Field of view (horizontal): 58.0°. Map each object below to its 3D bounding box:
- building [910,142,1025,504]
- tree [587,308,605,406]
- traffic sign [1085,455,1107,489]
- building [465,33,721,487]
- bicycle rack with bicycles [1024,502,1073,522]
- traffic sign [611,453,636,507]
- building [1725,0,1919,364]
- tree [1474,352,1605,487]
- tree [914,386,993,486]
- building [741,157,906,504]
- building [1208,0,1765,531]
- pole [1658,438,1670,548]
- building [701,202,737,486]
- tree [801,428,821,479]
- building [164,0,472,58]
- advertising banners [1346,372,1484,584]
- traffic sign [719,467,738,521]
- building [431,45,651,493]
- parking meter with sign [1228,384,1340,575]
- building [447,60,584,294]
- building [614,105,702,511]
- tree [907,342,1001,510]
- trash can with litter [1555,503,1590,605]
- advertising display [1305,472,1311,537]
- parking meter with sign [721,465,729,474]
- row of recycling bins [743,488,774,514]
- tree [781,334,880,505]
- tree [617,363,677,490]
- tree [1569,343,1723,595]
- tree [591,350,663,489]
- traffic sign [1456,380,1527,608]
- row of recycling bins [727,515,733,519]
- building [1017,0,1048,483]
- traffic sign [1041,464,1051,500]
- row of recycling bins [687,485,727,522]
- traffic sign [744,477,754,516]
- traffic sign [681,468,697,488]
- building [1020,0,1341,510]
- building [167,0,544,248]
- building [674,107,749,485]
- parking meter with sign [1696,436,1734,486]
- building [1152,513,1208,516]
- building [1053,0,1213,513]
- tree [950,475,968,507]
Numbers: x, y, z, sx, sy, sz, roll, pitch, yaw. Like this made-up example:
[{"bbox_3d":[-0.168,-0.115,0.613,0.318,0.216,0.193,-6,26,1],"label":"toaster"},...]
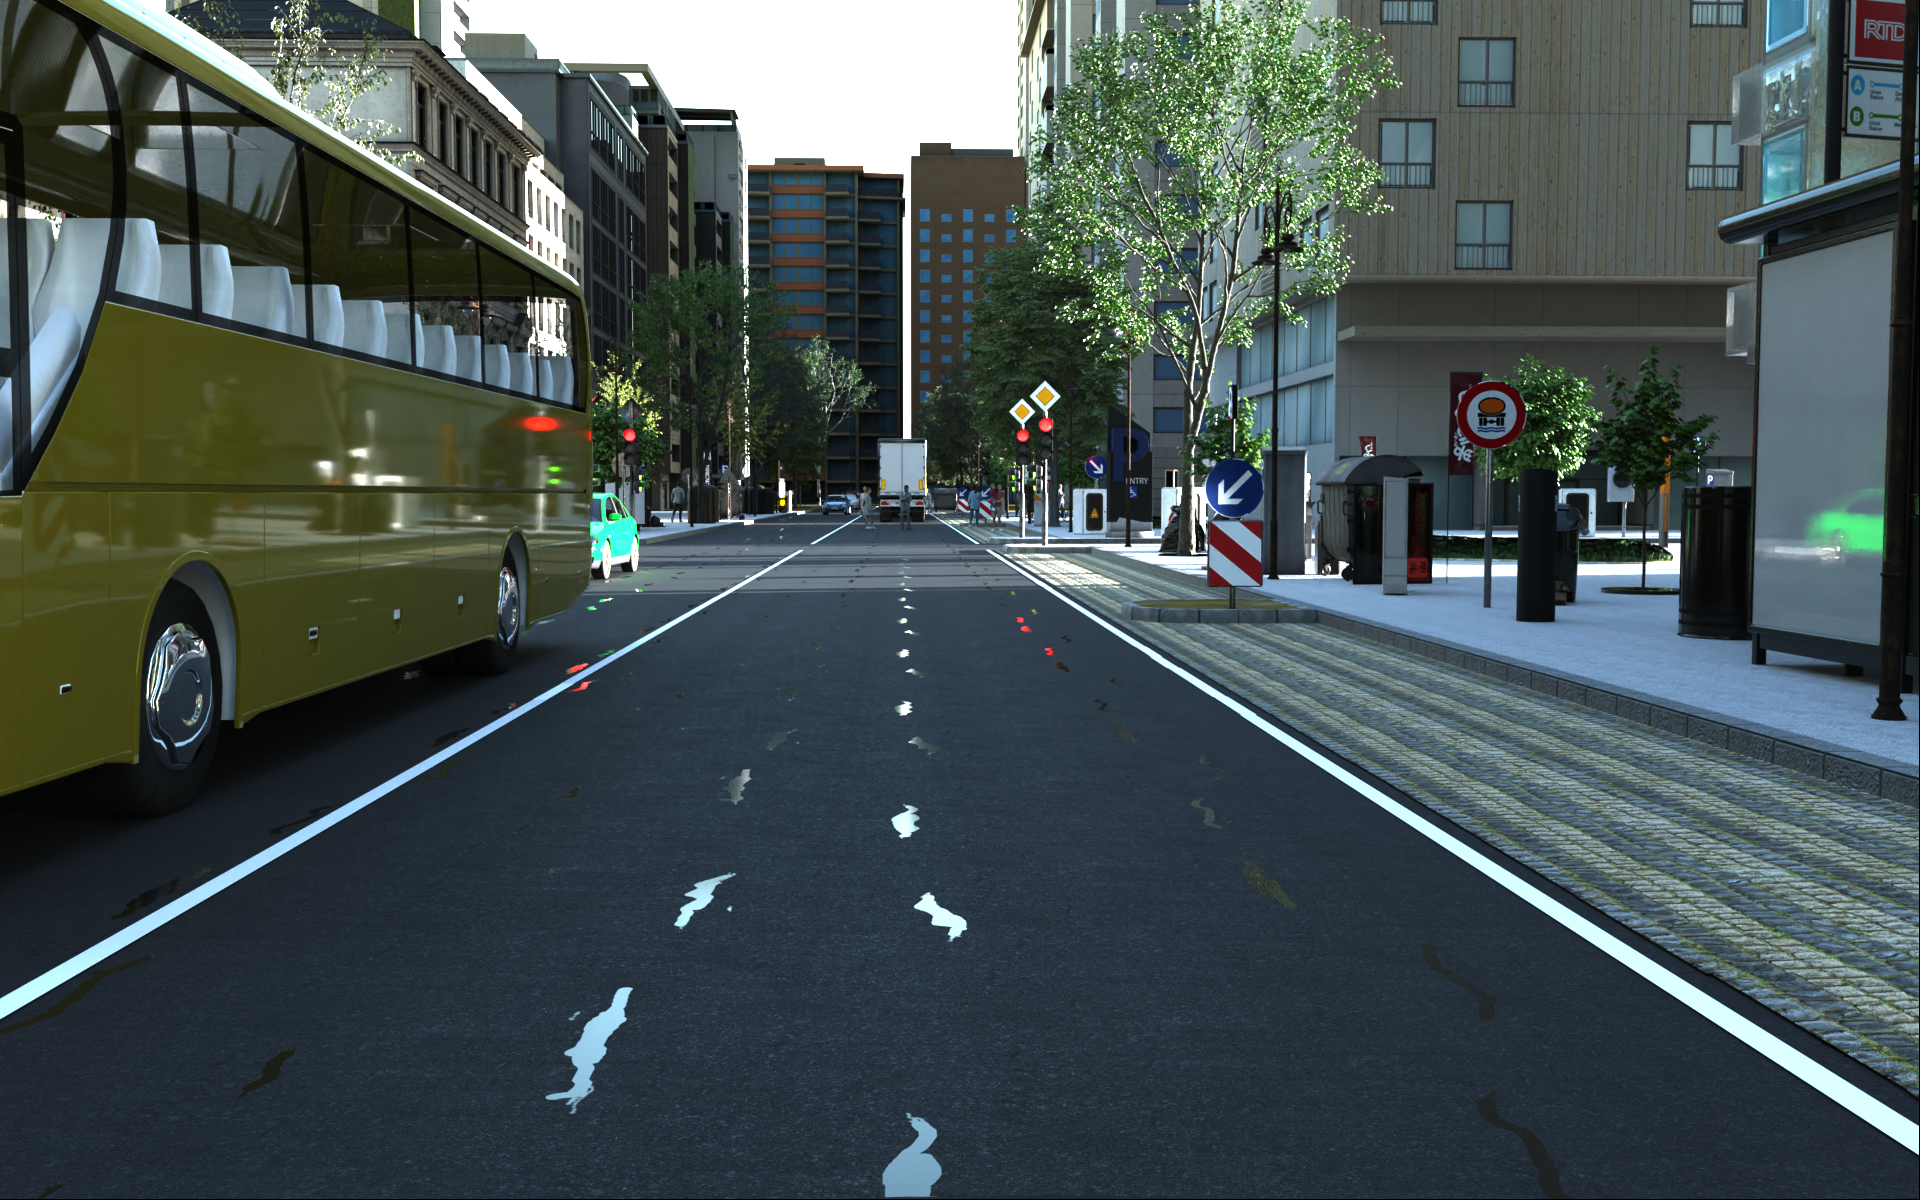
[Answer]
[{"bbox_3d":[0.748,-35.087,223.778,14.200,45.320,14.600,0,4,-2],"label":"building"},{"bbox_3d":[-15.098,-6.925,63.579,4.360,8.622,3.978,0,3,0],"label":"tree"},{"bbox_3d":[4.490,-3.479,56.994,0.768,2.556,0.104,0,4,7],"label":"traffic sign"},{"bbox_3d":[-37.663,-28.042,150.361,32.217,40.220,23.993,0,4,-2],"label":"building"},{"bbox_3d":[3.980,-3.968,78.251,2.852,0.926,2.925,-2,4,-35],"label":"bicycle rack with bicycles"},{"bbox_3d":[-10.334,-3.249,53.220,0.768,2.556,0.104,0,4,3],"label":"traffic sign"},{"bbox_3d":[22.728,-24.129,14.118,23.786,49.044,30.456,0,4,-2],"label":"building"},{"bbox_3d":[13.253,-3.456,40.221,4.285,4.588,4.351,0,3,0],"label":"tree"},{"bbox_3d":[-0.643,-18.107,202.702,9.857,13.997,8.962,0,3,0],"label":"tree"},{"bbox_3d":[-21.565,-35.083,228.226,28.867,44.769,22.147,0,4,-2],"label":"building"},{"bbox_3d":[25.030,-29.462,70.948,27.495,52.752,28.713,0,4,-2],"label":"building"},{"bbox_3d":[16.828,-2.905,41.341,0.158,3.312,0.155,0,3,0],"label":"pole"},{"bbox_3d":[-29.730,-24.367,170.098,14.160,30.474,14.107,0,4,-2],"label":"building"},{"bbox_3d":[-14.668,-12.594,156.267,4.737,8.622,4.395,0,3,0],"label":"tree"},{"bbox_3d":[-65.870,-39.090,181.118,28.212,58.520,21.231,0,4,-2],"label":"building"},{"bbox_3d":[6.503,-1.744,24.703,2.074,3.025,0.090,-1,4,-13],"label":"advertising banners"},{"bbox_3d":[-10.887,-4.976,81.366,0.884,2.594,0.081,0,4,-1],"label":"traffic sign"},{"bbox_3d":[-27.563,-19.055,105.054,14.314,27.812,24.014,0,4,-2],"label":"building"},{"bbox_3d":[5.177,-1.920,27.647,1.738,3.016,0.543,0,4,2],"label":"parking meter with sign"},{"bbox_3d":[-25.164,-14.080,84.954,10.420,20.320,16.860,0,4,-2],"label":"building"},{"bbox_3d":[-27.918,-22.035,131.972,14.160,30.474,14.107,0,4,-2],"label":"building"},{"bbox_3d":[1.032,-14.018,139.563,12.009,13.543,11.850,0,3,0],"label":"tree"},{"bbox_3d":[7.050,-0.547,20.333,0.624,1.170,1.055,1,4,21],"label":"trash can with litter"},{"bbox_3d":[10.137,-2.822,51.346,0.123,1.923,0.974,3,4,36],"label":"advertising display"},{"bbox_3d":[-13.699,-6.477,102.153,0.543,3.016,1.738,-1,4,-17],"label":"parking meter with sign"},{"bbox_3d":[-13.198,-6.487,113.175,1.069,1.692,3.534,-2,4,-32],"label":"row of recycling bins"},{"bbox_3d":[-15.738,-21.187,202.303,12.611,20.169,13.585,0,3,0],"label":"tree"},{"bbox_3d":[-17.155,-8.745,93.336,4.360,8.622,3.978,0,3,0],"label":"tree"},{"bbox_3d":[8.979,-1.695,22.323,1.663,3.219,1.824,0,3,0],"label":"tree"},{"bbox_3d":[-17.152,-8.449,88.505,4.737,8.622,4.395,0,3,0],"label":"tree"},{"bbox_3d":[5.965,-1.187,19.518,0.768,2.556,0.104,0,4,6],"label":"traffic sign"},{"bbox_3d":[-12.719,-5.193,92.025,1.069,1.692,3.534,-1,4,-14],"label":"row of recycling bins"},{"bbox_3d":[18.307,-48.229,226.793,20.611,71.187,20.563,0,4,-2],"label":"building"},{"bbox_3d":[3.812,-4.537,74.291,0.768,2.556,0.104,0,3,0],"label":"traffic sign"},{"bbox_3d":[-11.590,-4.371,78.575,1.069,1.692,3.534,0,4,4],"label":"row of recycling bins"},{"bbox_3d":[-12.525,-6.162,102.876,0.606,2.300,0.079,0,4,2],"label":"traffic sign"},{"bbox_3d":[-13.294,-5.190,84.964,0.768,2.556,0.104,0,4,4],"label":"traffic sign"},{"bbox_3d":[21.459,-36.160,180.451,28.713,52.752,27.495,0,4,-2],"label":"building"},{"bbox_3d":[-23.270,-12.373,66.925,10.561,19.102,19.286,0,4,-2],"label":"building"},{"bbox_3d":[-30.001,-30.729,186.012,14.086,41.232,14.154,0,4,-2],"label":"building"},{"bbox_3d":[23.105,-3.448,52.635,1.738,3.016,0.543,-1,4,-15],"label":"parking meter with sign"},{"bbox_3d":[19.280,-34.840,111.627,21.231,58.520,28.212,0,4,-2],"label":"building"},{"bbox_3d":[18.758,-37.314,152.084,21.231,58.520,28.212,0,4,-2],"label":"building"},{"bbox_3d":[-0.255,-11.048,175.234,1.663,3.219,1.824,0,3,0],"label":"tree"}]
